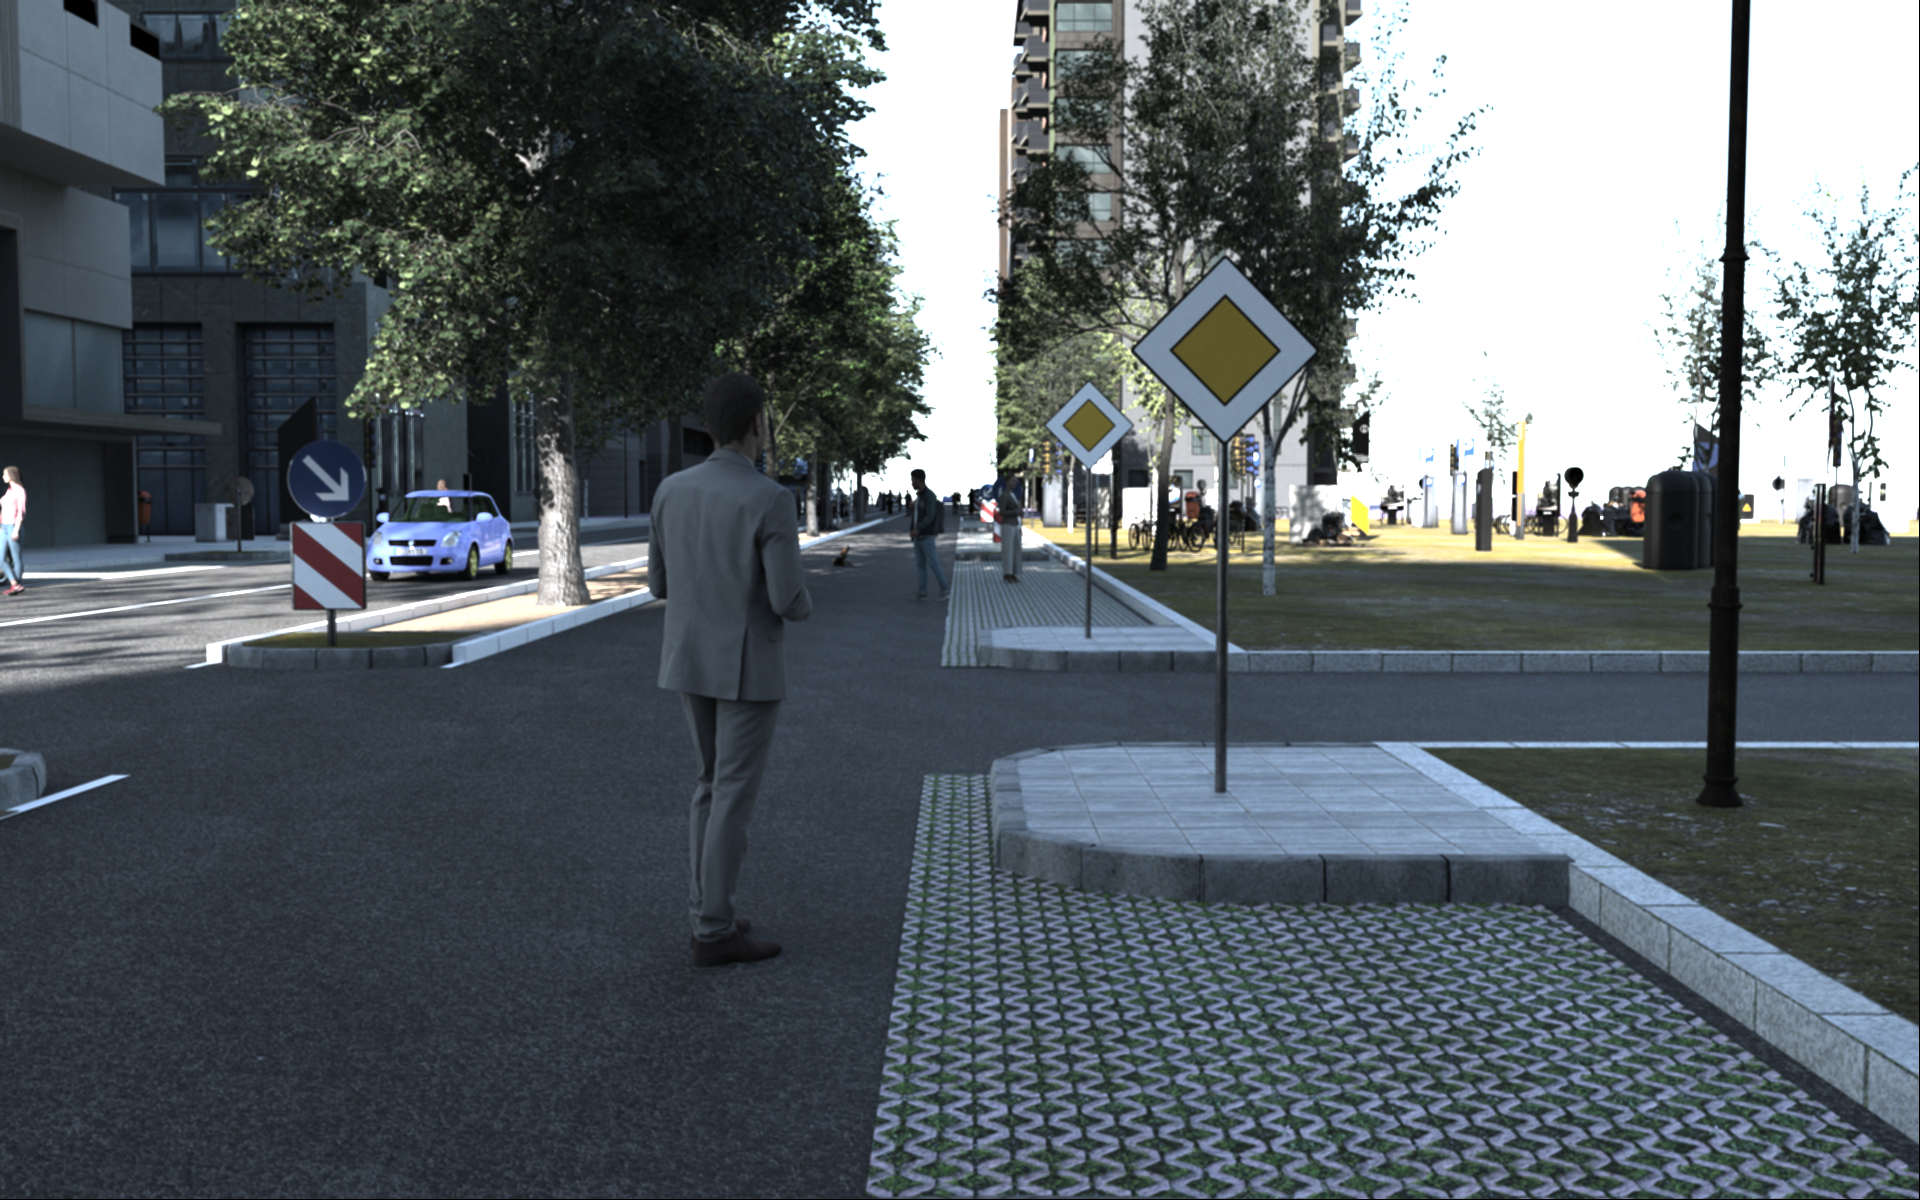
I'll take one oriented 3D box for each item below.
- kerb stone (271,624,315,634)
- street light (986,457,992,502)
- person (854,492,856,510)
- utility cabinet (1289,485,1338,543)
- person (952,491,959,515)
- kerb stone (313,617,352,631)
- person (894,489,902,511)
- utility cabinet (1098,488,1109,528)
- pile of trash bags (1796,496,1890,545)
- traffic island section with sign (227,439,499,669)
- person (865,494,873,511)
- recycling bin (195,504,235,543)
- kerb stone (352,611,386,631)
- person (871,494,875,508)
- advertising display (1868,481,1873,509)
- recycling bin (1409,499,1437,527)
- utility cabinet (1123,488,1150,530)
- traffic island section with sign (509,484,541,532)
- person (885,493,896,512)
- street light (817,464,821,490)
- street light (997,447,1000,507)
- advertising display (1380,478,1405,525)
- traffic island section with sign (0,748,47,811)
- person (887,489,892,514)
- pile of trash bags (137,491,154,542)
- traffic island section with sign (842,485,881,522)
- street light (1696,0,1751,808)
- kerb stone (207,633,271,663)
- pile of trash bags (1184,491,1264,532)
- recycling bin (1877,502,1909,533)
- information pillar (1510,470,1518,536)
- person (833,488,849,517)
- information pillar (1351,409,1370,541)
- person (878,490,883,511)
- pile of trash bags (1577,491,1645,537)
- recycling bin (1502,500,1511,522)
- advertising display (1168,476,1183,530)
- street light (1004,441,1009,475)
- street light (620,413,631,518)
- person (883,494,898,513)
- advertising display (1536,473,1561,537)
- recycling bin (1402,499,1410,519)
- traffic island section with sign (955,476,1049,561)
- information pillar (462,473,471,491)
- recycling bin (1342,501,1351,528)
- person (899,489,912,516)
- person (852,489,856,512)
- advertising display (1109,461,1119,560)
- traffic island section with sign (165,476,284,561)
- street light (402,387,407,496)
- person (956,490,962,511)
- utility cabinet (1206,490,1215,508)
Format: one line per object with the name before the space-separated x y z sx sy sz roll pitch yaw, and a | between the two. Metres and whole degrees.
kerb stone | -6.326 0.366 16.248 0.120 0.150 1.000 0 4 0
street light | 3.712 -14.499 209.853 0.468 5.910 1.993 0 4 0
person | -9.469 -9.114 158.452 0.436 1.711 0.756 0 4 -1
utility cabinet | 9.044 -2.177 44.265 1.173 1.500 0.318 1 4 23
person | -0.297 -6.795 121.072 0.593 1.643 0.415 2 4 32
kerb stone | -6.329 0.303 17.270 0.120 0.150 1.000 0 4 0
person | -5.261 -8.504 147.415 0.599 1.838 0.709 -2 4 -25
utility cabinet | 5.484 -3.441 64.933 0.318 1.500 1.173 -2 4 -24
pile of trash bags | 23.364 -2.119 44.394 3.447 1.369 1.912 2 4 25
traffic island section with sign | -5.287 -0.428 15.134 2.006 1.907 1.989 0 4 0
person | -7.666 -8.211 142.734 1.348 1.826 0.705 -3 5 -39
recycling bin | -19.841 -2.053 46.117 0.722 1.027 0.722 1 4 19
kerb stone | -6.324 0.242 18.295 0.120 0.150 1.000 0 4 0
person | -9.217 -10.433 182.333 0.557 1.426 1.065 1 4 14
advertising display | 44.671 -4.879 84.978 0.123 1.923 0.974 2 4 31
recycling bin | 18.240 -3.394 68.042 0.722 1.027 0.722 3 5 41
utility cabinet | 6.304 -3.261 62.002 0.318 1.500 1.173 -2 4 -34
traffic island section with sign | -15.849 -3.469 65.338 1.989 1.847 2.006 0 4 0
person | -5.643 -8.026 139.868 0.705 1.807 1.348 3 4 38
street light | -17.530 -14.859 215.734 0.468 5.910 1.993 0 4 0
street light | 3.699 -11.813 165.928 0.468 5.910 1.993 0 4 0
advertising display | 17.878 -4.062 71.635 0.974 1.923 0.123 0 4 7
traffic island section with sign | -5.315 0.025 7.727 2.006 1.907 1.989 0 4 0
person | -4.970 -6.978 122.607 0.705 1.823 1.348 -1 4 -10
pile of trash bags | -23.086 -2.239 46.358 3.447 1.369 1.912 1 4 15
traffic island section with sign | -5.107 -5.024 90.272 2.006 1.907 1.989 0 4 0
street light | 3.144 -2.092 6.989 0.468 5.910 1.993 0 4 0
kerb stone | -6.336 0.427 15.216 0.120 0.150 1.000 0 4 0
pile of trash bags | 8.791 -3.017 59.084 1.912 1.369 3.447 3 5 43
recycling bin | 30.965 -2.749 57.502 0.722 1.027 0.722 -2 4 -35
information pillar | 16.875 -2.932 52.423 0.304 2.012 0.304 -3 5 -41
person | -7.295 -5.976 106.198 1.348 1.826 0.705 2 4 33
information pillar | 11.006 -3.438 47.560 0.504 3.616 0.183 0 4 5
person | -6.864 -8.561 149.145 0.551 1.740 0.621 2 4 30
pile of trash bags | 19.840 -2.577 51.879 1.912 1.369 3.447 0 4 2
recycling bin | 22.893 -3.630 71.903 0.722 1.027 0.722 1 4 20
advertising display | 7.563 -3.462 61.819 0.123 1.923 0.974 -3 4 -36
street light | 3.443 -9.368 125.947 0.468 5.910 1.993 0 4 0
street light | -17.806 -7.305 92.221 0.468 5.910 1.993 0 4 0
person | -5.197 -7.357 129.499 1.217 1.735 0.721 1 4 18
advertising display | 17.768 -2.879 52.285 0.123 1.923 0.974 -1 4 -20
recycling bin | 23.274 -4.692 89.261 0.722 1.027 0.722 -1 4 -18
traffic island section with sign | 0.899 -1.771 37.584 1.989 1.847 2.006 0 4 0
information pillar | -17.423 -3.469 61.209 0.304 2.012 0.304 -1 4 -13
recycling bin | 14.587 -3.311 66.685 0.722 1.027 0.722 -1 4 -18
person | -3.543 -6.366 113.114 0.750 1.759 0.617 -2 4 -32
person | -8.208 -7.746 135.143 1.348 1.824 0.705 -3 4 -36
advertising display | 3.033 -1.772 34.181 0.123 1.923 0.974 0 4 1
traffic island section with sign | -15.922 -1.782 37.766 1.989 1.847 2.006 0 4 0
street light | -17.830 -5.065 55.601 0.468 5.910 1.993 0 4 0
person | -0.043 -8.484 147.658 0.683 1.767 0.568 -1 4 -17
utility cabinet | 13.037 -4.878 88.429 1.173 1.500 0.318 -3 5 -39
